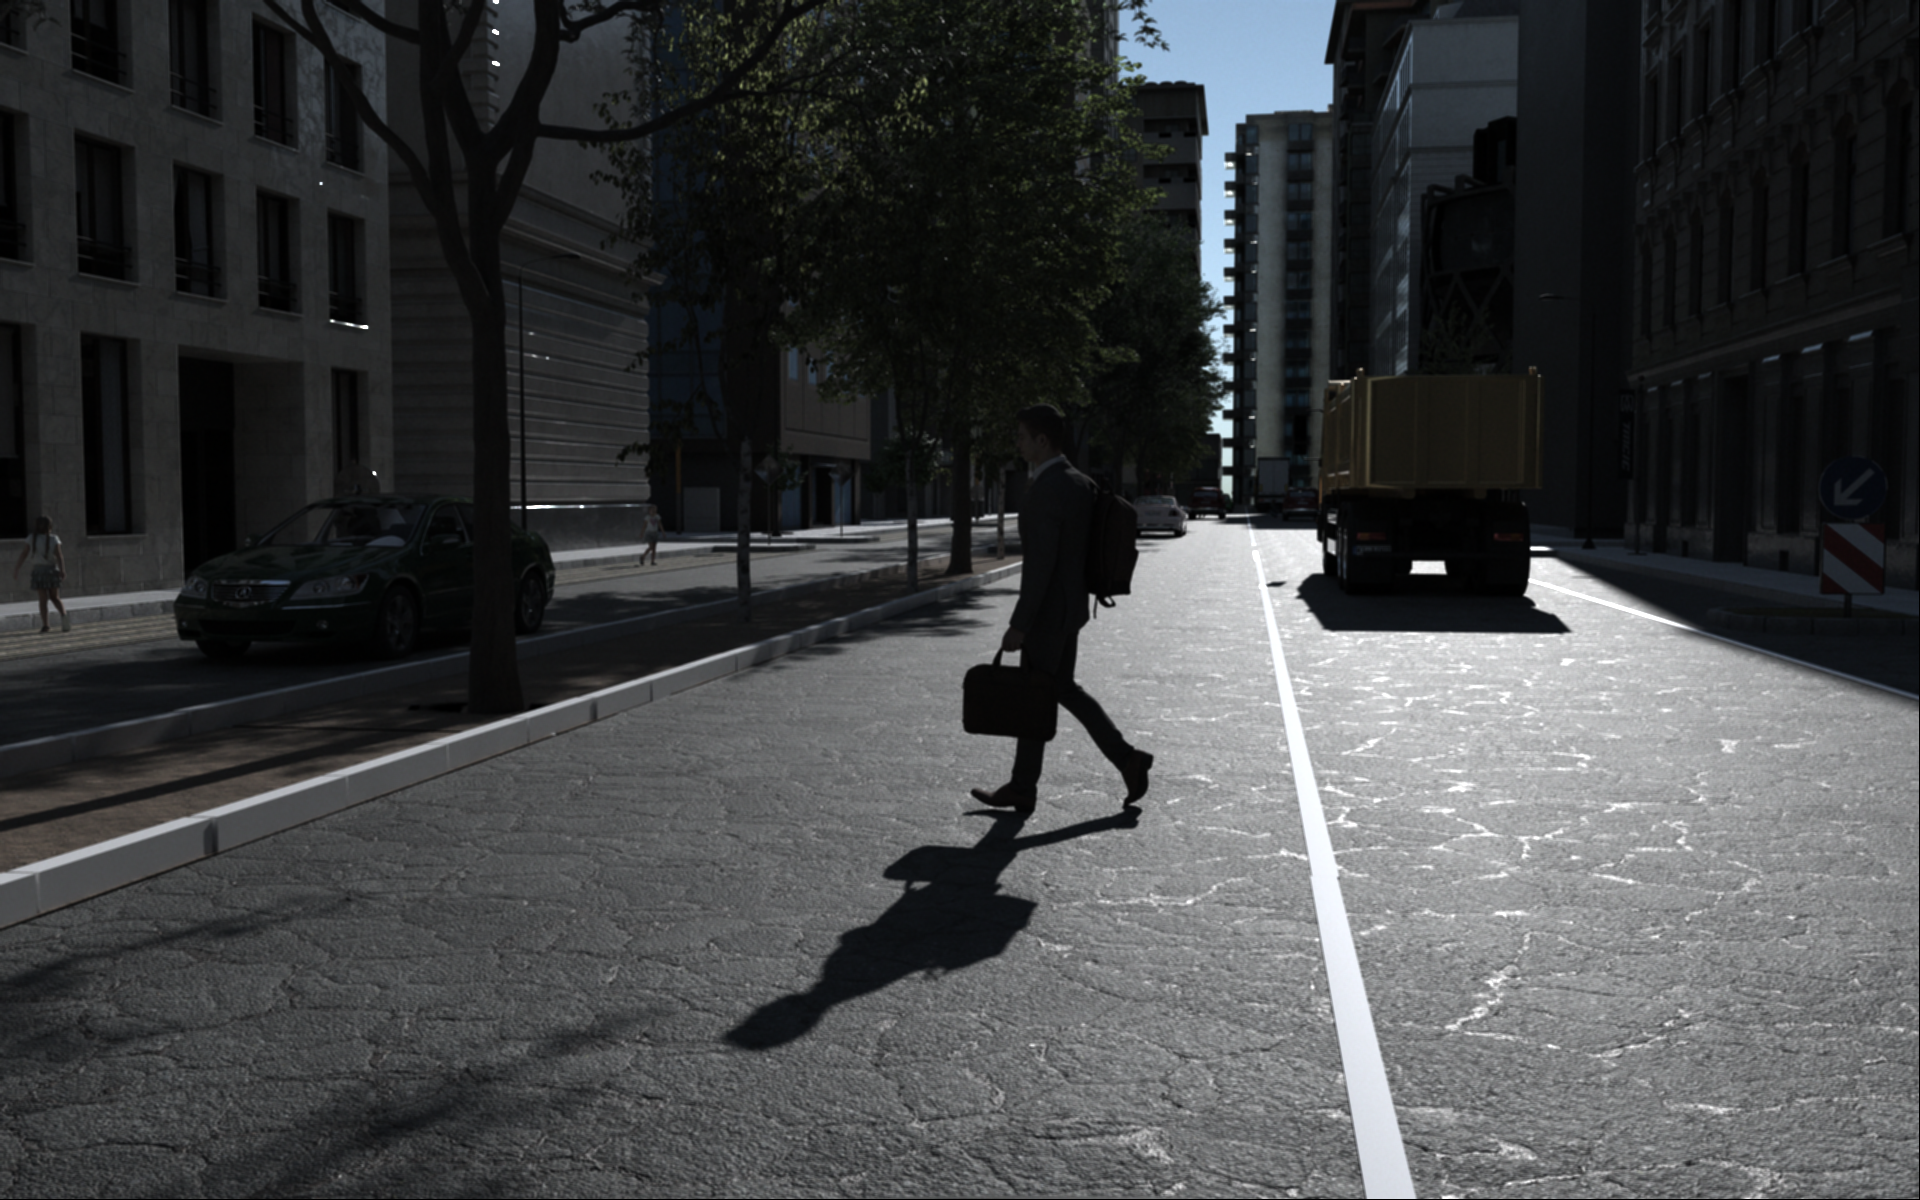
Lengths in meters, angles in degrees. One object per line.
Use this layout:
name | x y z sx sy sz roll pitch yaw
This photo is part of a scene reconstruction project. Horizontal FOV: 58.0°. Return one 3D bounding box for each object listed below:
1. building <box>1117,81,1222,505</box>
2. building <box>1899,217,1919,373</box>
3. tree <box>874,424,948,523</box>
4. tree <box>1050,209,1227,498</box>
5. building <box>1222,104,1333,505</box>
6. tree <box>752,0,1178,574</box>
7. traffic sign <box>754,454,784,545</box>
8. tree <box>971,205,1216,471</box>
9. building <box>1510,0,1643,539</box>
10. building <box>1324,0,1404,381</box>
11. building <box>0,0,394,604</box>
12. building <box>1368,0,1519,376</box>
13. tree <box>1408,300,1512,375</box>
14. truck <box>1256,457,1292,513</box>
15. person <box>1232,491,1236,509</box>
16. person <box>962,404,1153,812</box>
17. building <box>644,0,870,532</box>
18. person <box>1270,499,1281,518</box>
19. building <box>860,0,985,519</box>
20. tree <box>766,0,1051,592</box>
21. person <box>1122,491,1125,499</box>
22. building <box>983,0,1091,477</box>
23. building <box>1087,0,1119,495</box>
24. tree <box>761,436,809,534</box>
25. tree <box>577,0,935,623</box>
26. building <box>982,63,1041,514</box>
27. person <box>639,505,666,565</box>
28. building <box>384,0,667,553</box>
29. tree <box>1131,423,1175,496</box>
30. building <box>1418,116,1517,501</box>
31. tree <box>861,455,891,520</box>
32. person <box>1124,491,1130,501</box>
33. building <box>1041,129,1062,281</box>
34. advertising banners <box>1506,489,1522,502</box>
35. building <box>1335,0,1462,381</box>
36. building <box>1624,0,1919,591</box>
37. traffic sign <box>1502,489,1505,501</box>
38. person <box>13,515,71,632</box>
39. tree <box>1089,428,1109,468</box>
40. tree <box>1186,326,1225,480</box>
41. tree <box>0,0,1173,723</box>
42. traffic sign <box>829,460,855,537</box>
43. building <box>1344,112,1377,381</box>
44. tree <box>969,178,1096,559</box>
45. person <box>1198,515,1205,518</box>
building | 19.864 -38.774 223.199 27.495 52.752 28.713 1 4 9
building | 16.497 -11.442 6.150 14.314 24.678 30.058 1 4 9
tree | -2.230 -5.773 78.109 4.285 4.588 4.351 0 3 0
tree | 5.817 -8.212 62.478 9.928 11.665 9.643 0 3 0
building | 48.184 -36.421 215.086 30.456 49.044 23.786 1 4 9
tree | -0.021 -6.769 31.250 7.486 12.596 7.792 0 3 0
traffic sign | -4.816 -2.449 43.686 0.795 2.450 0.064 1 4 9
tree | 3.760 -7.157 53.881 8.767 10.594 7.601 1 4 9
building | 30.197 -15.821 52.177 24.014 27.812 14.314 1 4 9
building | 53.048 -36.184 180.844 28.713 52.752 27.495 1 4 9
building | -16.117 -10.201 21.541 10.420 20.320 16.860 1 4 9
building | 31.796 -20.130 106.618 11.434 29.767 29.804 1 4 9
tree | 19.360 -7.126 66.879 4.737 8.622 4.395 0 3 0
truck | 24.803 -9.049 136.863 2.839 4.237 11.283 1 4 10
person | 26.370 -9.601 166.196 0.721 1.743 1.217 1 4 15
person | 0.449 0.042 7.770 0.822 1.834 0.622 1 4 10
building | -11.677 -25.372 64.943 14.600 45.320 14.200 1 4 9
person | 19.238 -5.590 105.390 0.738 1.151 1.012 3 4 38
building | -6.614 -25.100 93.976 14.154 41.232 14.086 1 4 9
tree | -0.688 -4.396 24.686 4.737 8.622 4.395 0 3 0
person | 14.789 -9.004 156.452 0.721 1.736 1.217 0 4 -5
building | 3.595 -30.477 148.410 14.600 45.320 14.200 1 4 9
building | 6.499 -46.025 190.757 20.611 71.187 20.563 1 4 9
tree | -5.920 -3.719 55.412 1.663 3.219 1.824 0 3 0
tree | -2.374 -4.062 19.228 4.360 8.622 3.978 0 3 0
building | -2.619 -21.058 116.001 14.160 30.474 14.107 1 4 9
person | -6.171 -1.302 34.799 0.505 1.210 0.382 -3 4 -39
building | -17.785 -12.950 40.605 19.941 23.489 11.050 1 4 9
tree | 11.573 -9.066 101.055 4.360 8.622 3.978 0 3 0
building | 30.735 -13.217 83.555 16.820 18.784 16.811 1 4 9
tree | -4.211 -5.603 86.202 1.663 3.219 1.824 0 3 0
person | 16.855 -10.129 174.833 0.721 1.735 1.217 -1 4 -18
building | 0.130 -22.165 134.091 14.160 30.474 14.107 1 4 9
advertising banners | 15.515 -3.185 48.269 0.090 3.025 2.074 0 4 4
building | 44.997 -30.503 153.347 22.147 44.769 28.867 1 4 9
building | 18.716 -11.082 30.337 9.793 20.994 18.267 1 4 9
traffic sign | 12.792 -2.273 40.800 0.795 2.450 0.064 1 4 9
person | -9.440 -0.262 17.800 0.505 1.210 0.382 -2 4 -30
tree | 13.729 -13.973 178.819 4.737 8.622 4.395 0 3 0
tree | 10.373 -10.594 93.804 7.486 12.596 7.792 0 3 0
tree | -3.041 -5.993 10.809 12.009 13.543 11.850 0 3 0
traffic sign | -3.529 -2.931 51.567 0.795 2.450 0.064 1 4 9
building | 36.717 -22.117 133.315 14.160 30.474 14.107 1 4 9
tree | 0.912 -5.196 37.776 4.360 8.622 3.978 0 3 0
person | 14.710 -5.902 105.205 0.606 1.804 0.583 -2 4 -29
